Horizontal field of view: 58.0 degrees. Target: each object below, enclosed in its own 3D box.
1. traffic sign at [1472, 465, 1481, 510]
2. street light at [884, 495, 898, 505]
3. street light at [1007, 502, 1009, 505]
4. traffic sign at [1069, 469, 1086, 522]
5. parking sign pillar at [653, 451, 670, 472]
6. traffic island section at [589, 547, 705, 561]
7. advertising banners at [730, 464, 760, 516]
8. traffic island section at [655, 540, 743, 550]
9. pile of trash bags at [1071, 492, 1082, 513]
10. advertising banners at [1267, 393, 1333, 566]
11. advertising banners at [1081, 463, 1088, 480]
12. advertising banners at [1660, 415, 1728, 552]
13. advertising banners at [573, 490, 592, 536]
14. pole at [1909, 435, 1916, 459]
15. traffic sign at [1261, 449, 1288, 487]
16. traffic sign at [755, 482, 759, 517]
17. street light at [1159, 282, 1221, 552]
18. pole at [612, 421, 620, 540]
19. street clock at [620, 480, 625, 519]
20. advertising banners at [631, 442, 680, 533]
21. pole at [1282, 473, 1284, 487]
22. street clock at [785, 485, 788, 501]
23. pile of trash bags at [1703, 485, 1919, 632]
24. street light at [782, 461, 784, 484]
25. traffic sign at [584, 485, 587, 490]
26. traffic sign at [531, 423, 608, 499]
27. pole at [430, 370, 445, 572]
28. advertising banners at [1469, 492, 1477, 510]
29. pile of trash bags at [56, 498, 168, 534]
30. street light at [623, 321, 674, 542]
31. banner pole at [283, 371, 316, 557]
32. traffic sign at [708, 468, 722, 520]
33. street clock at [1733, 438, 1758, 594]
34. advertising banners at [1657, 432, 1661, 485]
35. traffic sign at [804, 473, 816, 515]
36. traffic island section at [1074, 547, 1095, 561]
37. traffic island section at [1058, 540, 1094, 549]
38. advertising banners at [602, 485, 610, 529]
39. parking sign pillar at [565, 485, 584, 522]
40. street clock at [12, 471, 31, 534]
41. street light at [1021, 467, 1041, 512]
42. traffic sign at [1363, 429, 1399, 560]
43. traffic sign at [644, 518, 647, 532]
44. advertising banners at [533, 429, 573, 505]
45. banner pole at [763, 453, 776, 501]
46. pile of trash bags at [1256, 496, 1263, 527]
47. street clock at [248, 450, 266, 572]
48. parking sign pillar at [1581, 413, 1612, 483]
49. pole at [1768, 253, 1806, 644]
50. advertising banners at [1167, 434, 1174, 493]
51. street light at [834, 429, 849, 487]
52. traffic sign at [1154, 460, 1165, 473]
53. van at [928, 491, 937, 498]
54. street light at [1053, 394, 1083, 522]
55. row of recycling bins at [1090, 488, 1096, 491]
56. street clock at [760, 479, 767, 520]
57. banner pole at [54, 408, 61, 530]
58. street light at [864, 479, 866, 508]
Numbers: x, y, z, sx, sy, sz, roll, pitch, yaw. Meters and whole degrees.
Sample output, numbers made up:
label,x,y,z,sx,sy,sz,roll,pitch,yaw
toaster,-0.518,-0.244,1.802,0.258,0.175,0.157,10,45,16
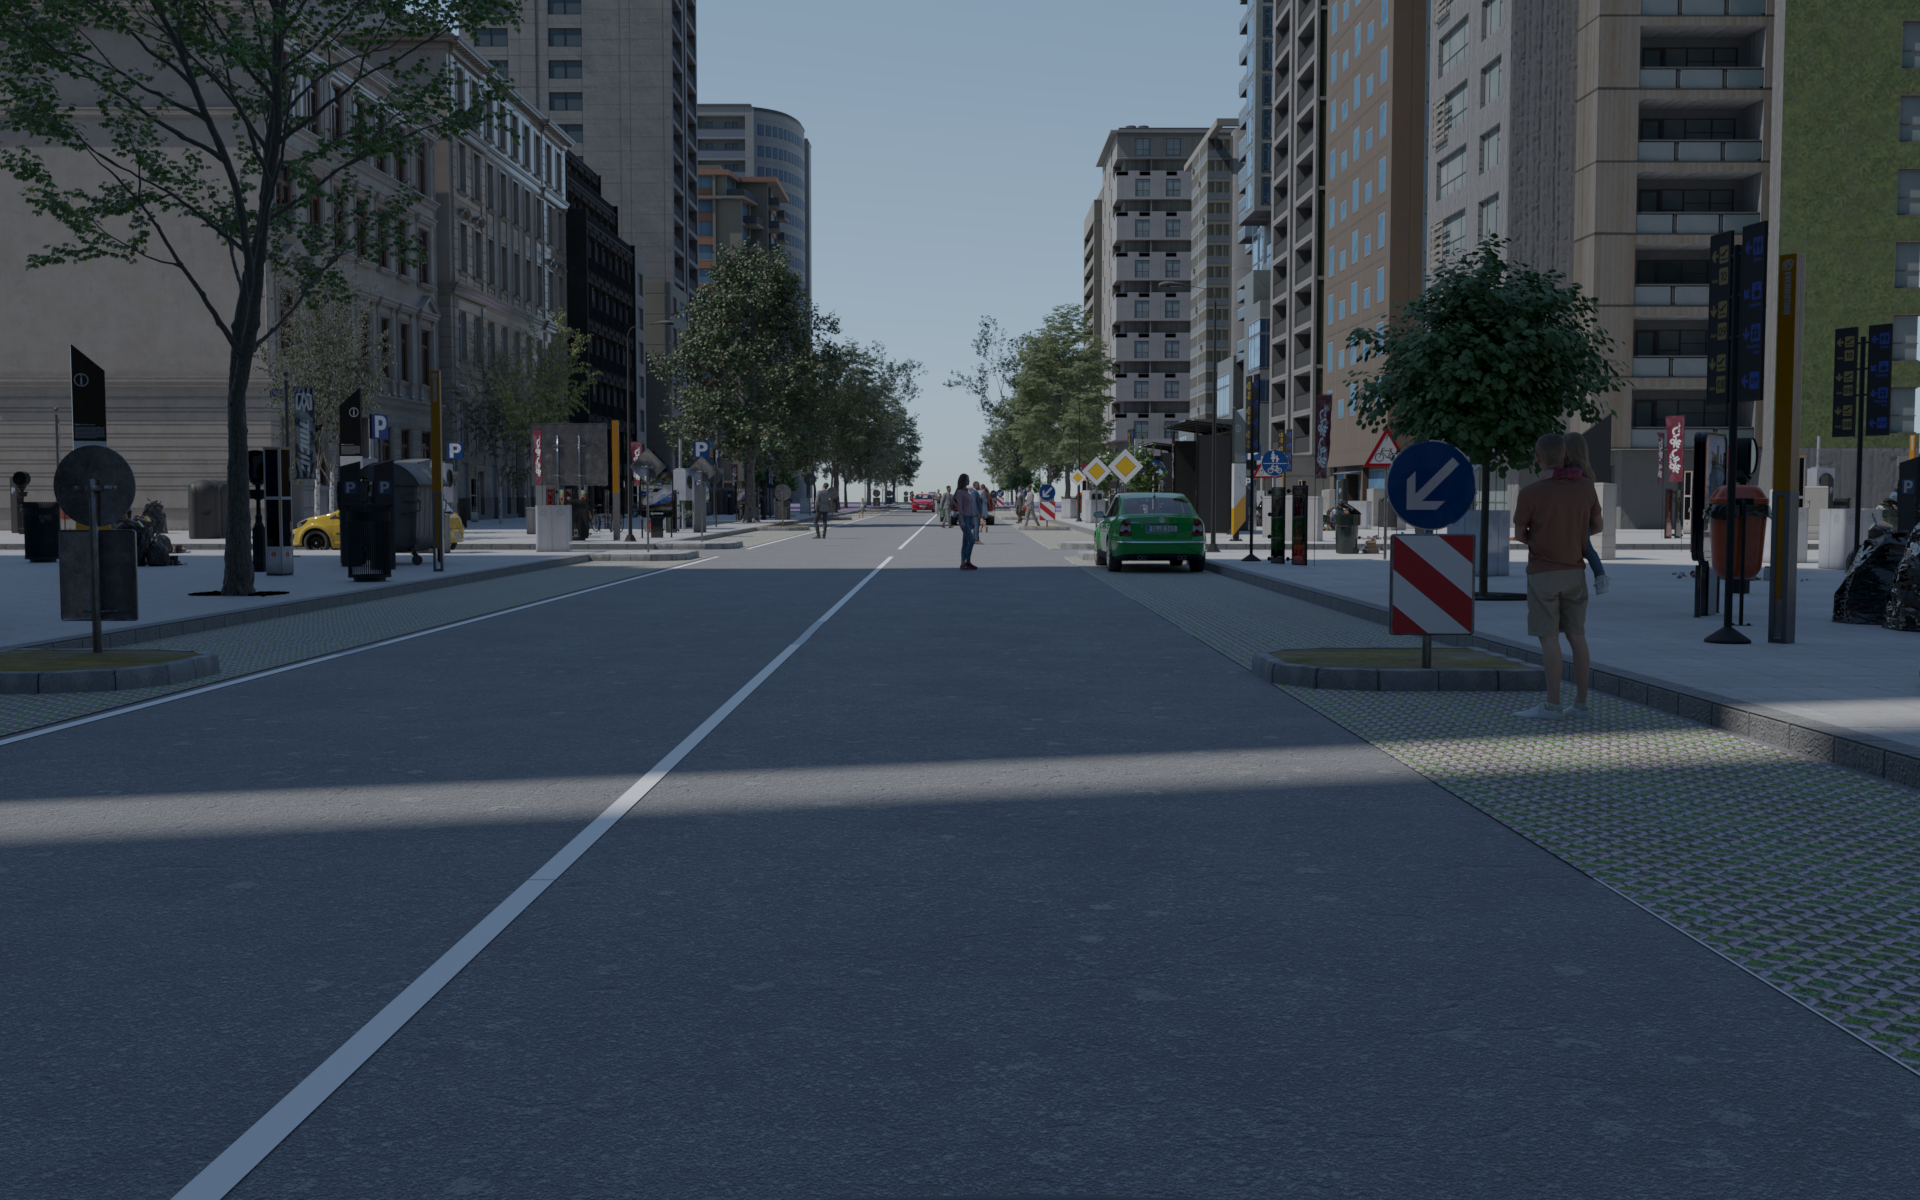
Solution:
label,x,y,z,sx,sy,sz,roll,pitch,yaw
traffic sign,8.519,-1.686,28.749,0.795,2.450,0.064,0,4,4
street light,-8.370,-14.263,205.747,1.470,5.913,1.316,0,3,0
street light,5.050,-11.306,157.391,1.470,5.913,1.316,0,3,0
traffic sign,5.392,-4.781,79.350,0.795,2.450,0.064,1,4,9
parking sign pillar,-18.673,-7.345,108.566,1.447,3.967,1.447,2,4,29
traffic island section,-6.887,-0.970,38.147,2.009,0.180,2.903,0,3,0
advertising banners,-12.556,-6.426,101.250,2.074,3.025,0.090,-3,5,-41
traffic island section,-6.892,-1.459,46.132,2.009,0.180,2.903,0,3,0
pile of trash bags,8.111,-6.600,117.661,1.912,1.369,3.447,0,4,-6
advertising banners,6.109,-2.139,31.155,0.090,3.025,2.074,-1,4,-20
advertising banners,7.507,-6.110,96.089,0.090,3.025,2.074,-3,5,-45
advertising banners,16.188,-2.543,37.760,0.090,3.025,2.074,-2,4,-26
advertising banners,-11.976,-3.466,52.861,2.074,3.025,0.090,3,4,38
pole,32.878,-4.036,59.835,0.158,3.312,0.155,0,3,0
traffic sign,8.954,-3.011,49.332,0.768,2.556,0.104,0,4,6
traffic sign,-11.069,-5.804,94.896,0.884,2.594,0.081,0,4,7
street light,5.041,-4.005,38.023,1.470,5.913,1.316,0,3,0
pole,-9.548,-3.318,48.093,0.158,3.312,0.155,0,3,0
street clock,-17.524,-5.220,89.918,0.358,2.002,0.471,0,4,-3
advertising banners,-10.144,-3.749,57.486,2.074,3.025,0.090,2,4,32
pole,19.242,-6.699,103.378,0.158,3.312,0.155,0,3,0
street clock,-9.701,-5.582,95.840,0.471,2.002,0.358,-1,4,-12
pile of trash bags,9.047,-0.430,16.778,3.447,1.369,1.912,1,4,13
street light,-8.331,-6.991,86.840,1.470,5.913,1.316,0,3,0
traffic sign,-11.910,-3.362,55.072,0.768,2.556,0.104,0,4,6
traffic sign,-11.268,-3.428,49.920,2.265,3.308,0.079,0,4,6
pole,-8.649,-2.129,28.649,0.158,3.312,0.155,0,3,0
advertising banners,17.776,-3.915,60.204,0.090,3.025,2.074,2,4,26
pile of trash bags,-27.511,-2.847,56.299,3.447,1.369,1.912,-1,4,-12
street light,-8.350,-4.526,46.534,1.470,5.913,1.316,0,3,0
banner pole,-13.533,-2.778,35.430,0.401,3.779,0.863,3,4,38
traffic sign,-12.007,-5.161,84.483,0.768,2.556,0.104,0,4,8
street clock,10.081,-1.086,22.325,0.358,2.002,0.471,3,5,41
advertising banners,20.403,-3.279,49.796,0.090,3.025,2.074,3,5,43
traffic sign,-9.014,-6.357,104.042,0.768,2.556,0.104,0,4,4
traffic island section,3.655,-0.971,38.150,2.009,0.180,2.903,0,3,0
traffic island section,3.649,-1.459,46.135,2.009,0.180,2.903,0,3,0
advertising banners,-12.951,-4.103,63.279,0.090,3.025,2.074,0,4,-5
parking sign pillar,-17.514,-5.521,78.747,1.447,3.967,1.447,1,4,12
street clock,-29.857,-3.094,55.149,0.471,2.002,0.358,0,4,2
street light,5.042,-9.073,120.890,1.470,5.913,1.316,0,3,0
traffic sign,8.315,-2.068,33.814,0.884,2.594,0.081,0,4,6
traffic sign,-10.683,-3.587,58.748,0.768,2.556,0.104,0,4,2
advertising banners,-10.942,-3.065,46.294,0.090,3.025,2.074,-3,4,-38
banner pole,-9.752,-5.993,87.998,0.863,3.779,0.401,1,4,13
pile of trash bags,11.985,-3.602,68.643,3.447,1.369,1.912,1,4,22
street clock,-11.549,-1.464,28.514,0.471,2.002,0.358,0,4,-2
parking sign pillar,20.989,-4.237,57.748,1.447,3.967,1.447,-1,4,-12
pole,7.079,-1.283,14.828,0.158,3.312,0.155,0,3,0
advertising banners,6.115,-3.304,50.204,0.090,3.025,2.074,1,4,10
street light,-8.331,-9.168,122.445,1.470,5.913,1.316,0,3,0
traffic sign,7.312,-3.967,64.964,0.768,2.556,0.104,0,4,2
van,-4.391,-16.331,274.027,2.013,2.044,4.112,0,4,2
street light,4.988,-6.588,80.253,1.470,5.913,1.316,0,3,0
row of recycling bins,8.158,-5.804,102.013,1.069,1.692,3.534,0,4,-1
street clock,-9.664,-4.934,85.235,0.358,2.002,0.471,1,4,16
banner pole,-26.209,-3.692,50.387,0.401,3.779,0.863,-1,4,-20
street light,-8.381,-11.634,162.751,1.470,5.913,1.316,0,3,0
